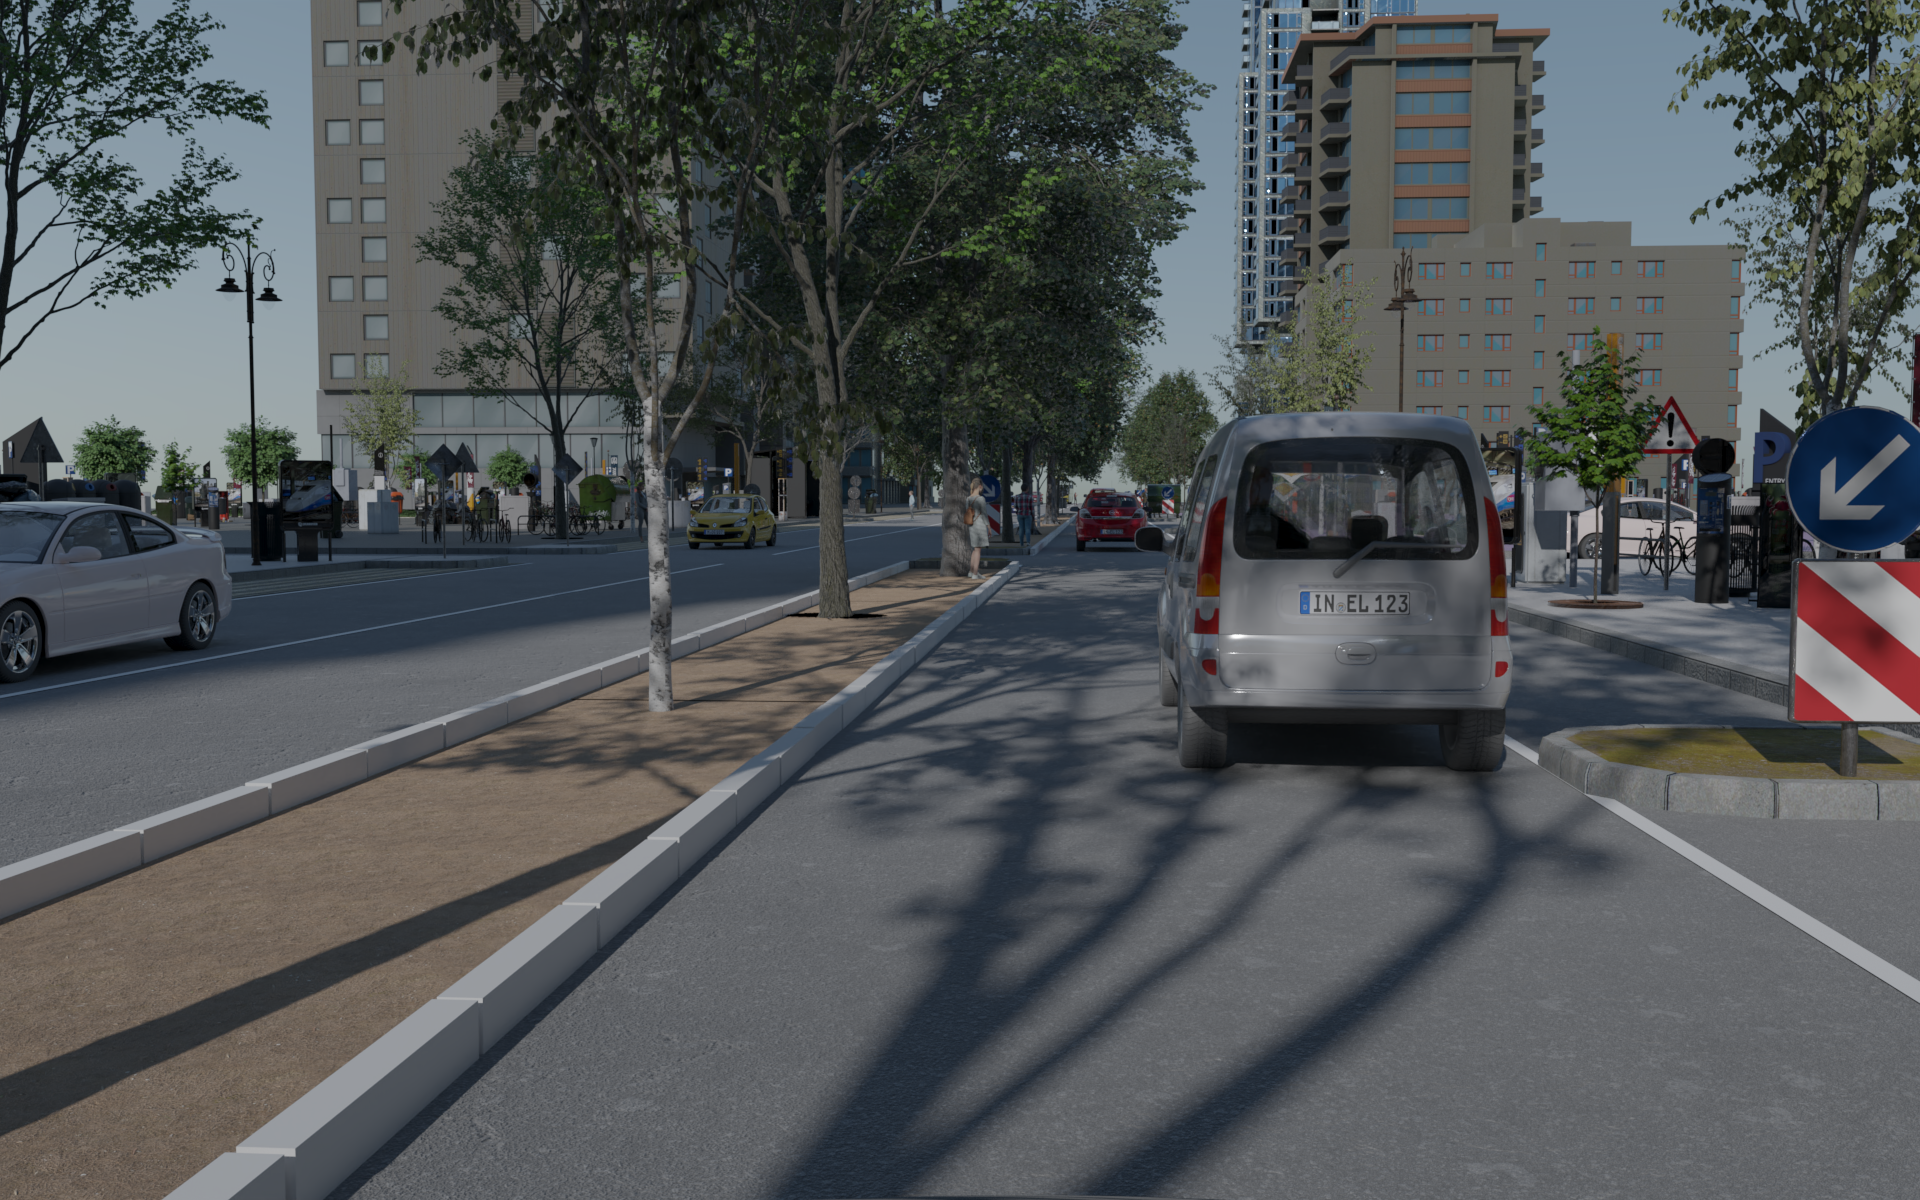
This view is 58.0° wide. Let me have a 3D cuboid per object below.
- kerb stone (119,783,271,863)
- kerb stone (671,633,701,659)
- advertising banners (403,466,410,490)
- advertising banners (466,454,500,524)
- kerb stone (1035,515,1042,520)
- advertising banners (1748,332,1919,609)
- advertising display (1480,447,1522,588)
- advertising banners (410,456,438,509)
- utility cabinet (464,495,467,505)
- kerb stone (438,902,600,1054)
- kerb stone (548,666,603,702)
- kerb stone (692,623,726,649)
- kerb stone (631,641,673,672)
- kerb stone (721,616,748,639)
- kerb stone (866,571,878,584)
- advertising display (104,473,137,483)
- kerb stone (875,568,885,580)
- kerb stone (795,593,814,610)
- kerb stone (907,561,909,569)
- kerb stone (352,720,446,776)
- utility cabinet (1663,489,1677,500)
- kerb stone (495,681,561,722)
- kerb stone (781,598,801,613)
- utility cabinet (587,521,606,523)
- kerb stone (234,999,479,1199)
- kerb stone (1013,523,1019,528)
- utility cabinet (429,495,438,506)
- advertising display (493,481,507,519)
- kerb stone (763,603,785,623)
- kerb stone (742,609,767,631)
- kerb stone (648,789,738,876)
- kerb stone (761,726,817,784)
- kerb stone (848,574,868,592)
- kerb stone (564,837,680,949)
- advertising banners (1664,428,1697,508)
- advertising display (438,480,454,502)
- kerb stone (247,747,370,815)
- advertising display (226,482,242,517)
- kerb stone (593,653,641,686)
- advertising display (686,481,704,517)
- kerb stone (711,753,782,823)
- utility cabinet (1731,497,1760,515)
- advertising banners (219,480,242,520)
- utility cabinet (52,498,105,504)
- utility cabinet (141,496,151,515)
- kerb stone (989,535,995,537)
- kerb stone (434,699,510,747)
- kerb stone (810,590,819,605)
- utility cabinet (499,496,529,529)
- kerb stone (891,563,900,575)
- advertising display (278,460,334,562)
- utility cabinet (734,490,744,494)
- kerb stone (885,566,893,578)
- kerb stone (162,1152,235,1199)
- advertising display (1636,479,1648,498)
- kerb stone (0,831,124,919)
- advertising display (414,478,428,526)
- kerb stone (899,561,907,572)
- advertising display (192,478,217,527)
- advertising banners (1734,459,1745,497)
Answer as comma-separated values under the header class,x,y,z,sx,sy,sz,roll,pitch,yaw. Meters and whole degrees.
class,x,y,z,sx,sy,sz,roll,pitch,yaw
kerb stone,-3.160,0.929,7.168,0.120,0.150,1.000,0,4,5
kerb stone,-2.490,0.428,15.340,0.120,0.150,1.000,0,4,5
advertising banners,-33.969,-6.901,109.024,2.074,3.025,0.090,-2,4,-32
advertising banners,-20.801,-4.847,75.440,2.074,3.025,0.090,2,4,31
kerb stone,4.617,-4.858,101.706,0.120,0.150,1.000,0,4,5
advertising banners,9.849,-1.398,19.047,2.074,3.025,0.090,2,4,25
advertising display,7.350,-1.154,24.086,0.123,1.923,0.974,-3,4,-37
advertising banners,-24.816,-5.155,80.471,0.090,3.025,2.074,1,4,12
utility cabinet,-32.461,-6.313,114.372,0.306,1.237,1.020,1,4,10
kerb stone,-1.237,1.060,4.926,0.120,0.150,1.000,0,4,5
kerb stone,-2.747,0.607,12.268,0.120,0.150,1.000,0,4,5
kerb stone,-2.399,0.357,16.362,0.120,0.150,1.000,0,4,5
kerb stone,-2.575,0.482,14.319,0.120,0.150,1.000,0,4,5
kerb stone,-2.320,0.295,17.387,0.120,0.150,1.000,0,4,5
kerb stone,-1.480,-0.332,27.616,0.120,0.150,1.000,0,4,5
advertising display,-25.444,-2.894,52.530,0.123,1.923,0.974,2,4,34
kerb stone,-1.398,-0.394,28.639,0.120,0.150,1.000,0,4,5
kerb stone,-1.989,0.044,21.482,0.120,0.150,1.000,0,4,5
kerb stone,-1.057,-0.643,32.714,0.120,0.150,1.000,0,4,5
kerb stone,-2.995,0.794,9.208,0.120,0.150,1.000,0,4,5
utility cabinet,29.541,-3.866,71.895,1.173,1.500,0.318,-3,4,-38
kerb stone,-2.824,0.670,11.248,0.120,0.150,1.000,0,4,5
kerb stone,-2.060,0.106,20.455,0.120,0.150,1.000,0,4,5
utility cabinet,-16.287,-4.043,77.273,1.020,1.237,0.306,2,4,30
kerb stone,-1.322,1.119,3.900,0.120,0.150,1.000,0,4,5
kerb stone,2.510,-3.291,76.158,0.120,0.150,1.000,0,4,5
utility cabinet,-26.128,-4.627,86.816,1.020,1.237,0.306,-2,4,-33
advertising display,-23.637,-5.122,88.961,0.974,1.923,0.123,3,4,37
kerb stone,-2.149,0.171,19.437,0.120,0.150,1.000,0,4,5
kerb stone,-2.231,0.231,18.412,0.120,0.150,1.000,0,4,5
kerb stone,-1.068,0.931,6.976,0.120,0.150,1.000,0,4,5
kerb stone,-0.898,0.810,9.022,0.120,0.150,1.000,0,4,5
kerb stone,-1.573,-0.269,26.598,0.120,0.150,1.000,0,4,5
kerb stone,-1.151,0.997,5.950,0.120,0.150,1.000,0,4,5
advertising banners,18.824,-3.000,45.232,0.090,3.025,2.074,3,5,43
advertising display,-23.598,-4.545,79.528,0.123,1.923,0.974,1,4,22
kerb stone,-3.073,0.857,8.186,0.120,0.150,1.000,0,4,5
advertising display,-39.876,-5.504,95.200,0.974,1.923,0.123,1,4,20
kerb stone,-2.660,0.545,13.286,0.120,0.150,1.000,0,4,5
advertising display,-13.452,-5.063,87.998,0.974,1.923,0.123,-3,4,-37
kerb stone,-0.985,0.868,8.003,0.120,0.150,1.000,0,4,5
utility cabinet,19.131,-1.917,42.510,1.020,1.237,0.306,3,4,38
advertising banners,-35.536,-5.335,83.415,2.074,3.025,0.090,-1,4,-9
utility cabinet,-14.979,-1.119,29.464,0.306,1.237,1.020,0,4,7
utility cabinet,-31.670,-3.398,66.727,1.020,1.237,0.306,1,4,20
kerb stone,1.168,-2.295,59.808,0.120,0.150,1.000,0,4,5
kerb stone,-2.904,0.732,10.226,0.120,0.150,1.000,0,4,5
kerb stone,-1.898,-0.019,22.500,0.120,0.150,1.000,0,4,5
utility cabinet,-16.440,-3.223,63.851,1.020,1.237,0.306,-2,4,-31
kerb stone,-1.228,-0.516,30.676,0.120,0.150,1.000,0,4,5
advertising display,-12.390,-1.690,32.845,0.974,1.923,0.123,-3,4,-37
utility cabinet,-12.692,-5.644,100.951,0.318,1.500,1.173,2,4,34
kerb stone,-1.312,-0.456,29.657,0.120,0.150,1.000,0,4,5
kerb stone,-1.413,1.182,2.876,0.120,0.150,1.000,0,4,5
advertising display,28.827,-4.159,73.208,0.123,1.923,0.974,0,4,1
kerb stone,-3.243,0.992,6.150,0.120,0.150,1.000,0,4,5
advertising display,-21.369,-3.882,68.680,0.123,1.923,0.974,-3,5,-41
kerb stone,-1.141,-0.580,31.695,0.120,0.150,1.000,0,4,5
advertising display,-29.579,-3.831,67.853,0.123,1.923,0.974,3,4,39
advertising banners,38.252,-5.434,85.041,0.090,3.025,2.074,3,4,36
